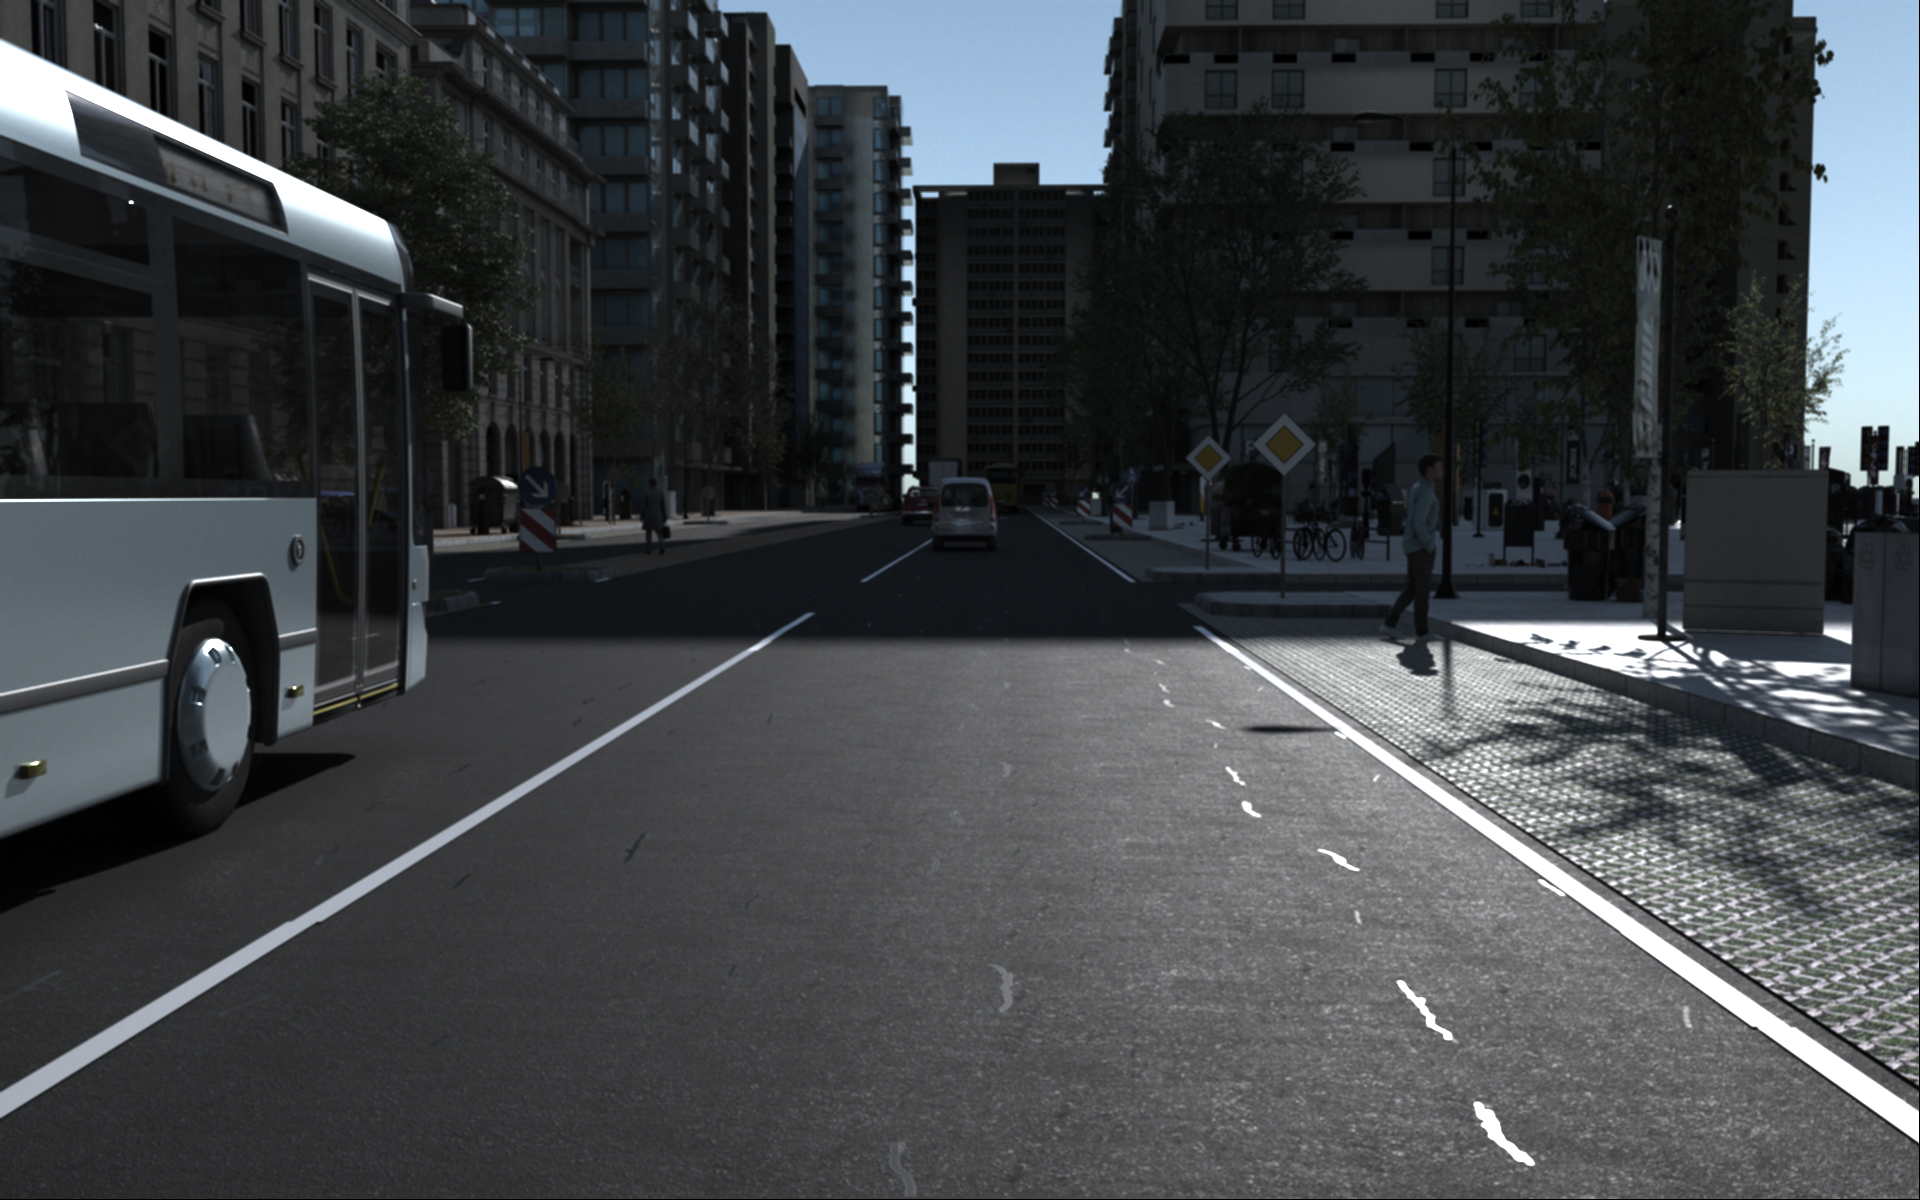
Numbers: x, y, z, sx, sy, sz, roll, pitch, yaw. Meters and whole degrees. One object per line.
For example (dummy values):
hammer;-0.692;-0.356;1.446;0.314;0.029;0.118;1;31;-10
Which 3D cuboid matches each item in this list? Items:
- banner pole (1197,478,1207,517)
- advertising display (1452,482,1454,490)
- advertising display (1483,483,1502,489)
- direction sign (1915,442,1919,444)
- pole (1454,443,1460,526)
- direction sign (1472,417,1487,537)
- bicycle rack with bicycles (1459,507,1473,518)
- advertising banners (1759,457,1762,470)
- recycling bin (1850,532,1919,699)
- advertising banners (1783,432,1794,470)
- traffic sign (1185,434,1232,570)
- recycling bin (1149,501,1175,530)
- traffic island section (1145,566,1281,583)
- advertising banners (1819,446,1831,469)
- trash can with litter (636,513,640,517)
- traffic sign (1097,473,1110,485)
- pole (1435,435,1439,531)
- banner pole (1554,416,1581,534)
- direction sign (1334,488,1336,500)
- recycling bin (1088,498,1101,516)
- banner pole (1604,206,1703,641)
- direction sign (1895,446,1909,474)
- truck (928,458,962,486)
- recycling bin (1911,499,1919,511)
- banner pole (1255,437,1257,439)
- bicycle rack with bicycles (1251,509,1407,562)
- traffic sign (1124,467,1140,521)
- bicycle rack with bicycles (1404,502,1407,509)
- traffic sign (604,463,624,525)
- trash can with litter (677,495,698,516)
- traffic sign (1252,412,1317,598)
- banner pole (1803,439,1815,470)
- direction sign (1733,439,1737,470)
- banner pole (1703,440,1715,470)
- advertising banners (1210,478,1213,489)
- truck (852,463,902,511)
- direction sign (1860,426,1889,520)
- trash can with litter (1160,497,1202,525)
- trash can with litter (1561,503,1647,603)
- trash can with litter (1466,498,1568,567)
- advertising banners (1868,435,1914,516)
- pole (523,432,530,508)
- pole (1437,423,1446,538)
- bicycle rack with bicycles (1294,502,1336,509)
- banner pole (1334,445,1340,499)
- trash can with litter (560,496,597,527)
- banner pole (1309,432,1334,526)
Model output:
banner pole;13.686;-6.564;97.335;0.863;3.779;0.401;-2;4;-35
advertising display;25.699;-5.222;90.588;0.123;1.923;0.974;1;4;21
advertising display;29.754;-5.603;96.827;0.974;1.923;0.123;2;4;23
direction sign;41.518;-5.056;74.655;0.379;3.537;0.876;-1;4;-22
pole;19.898;-4.623;69.423;0.158;3.312;0.155;0;3;0
direction sign;15.444;-3.638;51.483;0.379;3.537;0.876;3;5;41
bicycle rack with bicycles;22.270;-4.242;82.742;2.852;0.926;2.925;-2;4;-30
advertising banners;37.863;-5.230;81.698;0.090;3.025;2.074;1;4;18
recycling bin;6.309;0.083;11.203;0.722;1.027;0.722;0;4;-6
advertising banners;23.325;-3.195;48.433;0.090;3.025;2.074;1;4;9
traffic sign;4.189;-1.567;29.265;0.795;2.450;0.064;0;4;2
recycling bin;7.179;-3.001;61.622;0.722;1.027;0.722;2;4;29
traffic island section;4.212;-0.432;29.342;2.009;0.180;2.903;0;4;2
advertising banners;31.603;-4.184;64.590;0.090;3.025;2.074;-1;4;-18
trash can with litter;-17.166;-5.150;95.253;1.678;1.210;2.233;-3;5;-42
traffic sign;8.581;-6.327;103.547;0.768;2.556;0.104;1;4;9
pole;16.638;-4.065;60.303;0.158;3.312;0.155;0;3;0
banner pole;19.580;-4.019;55.733;0.863;3.779;0.401;-1;4;-10
direction sign;20.081;-6.160;92.720;0.379;3.537;0.876;0;4;4
recycling bin;7.932;-5.429;101.326;0.722;1.027;0.722;-1;4;-11
banner pole;6.016;-1.528;15.006;0.863;3.779;0.401;-3;5;-42
direction sign;44.916;-5.526;82.339;0.876;3.537;0.379;0;4;3
truck;-1.125;-9.338;141.583;2.839;4.237;11.283;0;4;2
recycling bin;54.633;-5.265;98.644;0.722;1.027;0.722;-3;5;-44
banner pole;12.888;-5.254;75.917;0.401;3.779;0.863;-1;4;-8
bicycle rack with bicycles;7.171;-1.260;33.978;2.852;0.926;2.925;0;4;-5
traffic sign;8.066;-4.959;81.181;0.768;2.556;0.104;0;4;7
bicycle rack with bicycles;19.630;-3.856;76.431;2.925;0.926;2.852;-1;4;-14
traffic sign;-14.413;-4.413;72.156;0.884;2.594;0.081;0;4;3
trash can with litter;-16.353;-5.651;103.458;1.678;1.210;2.233;-1;4;-9
traffic sign;3.972;-1.079;21.283;0.795;2.450;0.064;0;4;2
banner pole;38.737;-5.446;79.060;0.863;3.779;0.401;-2;4;-25
direction sign;32.277;-4.905;72.197;0.379;3.537;0.876;1;4;19
banner pole;34.455;-5.491;79.799;0.401;3.779;0.863;-2;4;-30
advertising banners;14.845;-6.329;99.662;0.090;3.025;2.074;3;5;42
truck;-7.164;-10.041;153.926;2.967;4.110;18.799;0;4;3
direction sign;30.521;-4.028;57.852;0.379;3.537;0.876;-3;4;-39
trash can with litter;8.875;-3.674;71.135;2.233;1.210;1.678;0;4;-3
trash can with litter;7.831;-0.580;20.862;1.055;1.170;0.624;3;5;39
trash can with litter;10.257;-1.198;30.650;2.233;1.210;1.678;2;4;34
advertising banners;27.087;-3.320;50.465;0.090;3.025;2.074;0;4;-7
pole;-14.327;-3.881;57.301;0.158;3.312;0.155;0;3;0
pole;13.986;-3.438;50.053;0.158;3.312;0.155;0;3;0
bicycle rack with bicycles;15.067;-3.694;73.784;2.925;0.926;2.852;-3;5;-42
banner pole;19.197;-6.023;88.499;0.401;3.779;0.863;-2;4;-28
trash can with litter;-15.415;-3.537;68.891;1.678;1.210;2.233;-1;4;-20
banner pole;14.508;-4.888;69.944;0.863;3.779;0.401;-2;4;-31
